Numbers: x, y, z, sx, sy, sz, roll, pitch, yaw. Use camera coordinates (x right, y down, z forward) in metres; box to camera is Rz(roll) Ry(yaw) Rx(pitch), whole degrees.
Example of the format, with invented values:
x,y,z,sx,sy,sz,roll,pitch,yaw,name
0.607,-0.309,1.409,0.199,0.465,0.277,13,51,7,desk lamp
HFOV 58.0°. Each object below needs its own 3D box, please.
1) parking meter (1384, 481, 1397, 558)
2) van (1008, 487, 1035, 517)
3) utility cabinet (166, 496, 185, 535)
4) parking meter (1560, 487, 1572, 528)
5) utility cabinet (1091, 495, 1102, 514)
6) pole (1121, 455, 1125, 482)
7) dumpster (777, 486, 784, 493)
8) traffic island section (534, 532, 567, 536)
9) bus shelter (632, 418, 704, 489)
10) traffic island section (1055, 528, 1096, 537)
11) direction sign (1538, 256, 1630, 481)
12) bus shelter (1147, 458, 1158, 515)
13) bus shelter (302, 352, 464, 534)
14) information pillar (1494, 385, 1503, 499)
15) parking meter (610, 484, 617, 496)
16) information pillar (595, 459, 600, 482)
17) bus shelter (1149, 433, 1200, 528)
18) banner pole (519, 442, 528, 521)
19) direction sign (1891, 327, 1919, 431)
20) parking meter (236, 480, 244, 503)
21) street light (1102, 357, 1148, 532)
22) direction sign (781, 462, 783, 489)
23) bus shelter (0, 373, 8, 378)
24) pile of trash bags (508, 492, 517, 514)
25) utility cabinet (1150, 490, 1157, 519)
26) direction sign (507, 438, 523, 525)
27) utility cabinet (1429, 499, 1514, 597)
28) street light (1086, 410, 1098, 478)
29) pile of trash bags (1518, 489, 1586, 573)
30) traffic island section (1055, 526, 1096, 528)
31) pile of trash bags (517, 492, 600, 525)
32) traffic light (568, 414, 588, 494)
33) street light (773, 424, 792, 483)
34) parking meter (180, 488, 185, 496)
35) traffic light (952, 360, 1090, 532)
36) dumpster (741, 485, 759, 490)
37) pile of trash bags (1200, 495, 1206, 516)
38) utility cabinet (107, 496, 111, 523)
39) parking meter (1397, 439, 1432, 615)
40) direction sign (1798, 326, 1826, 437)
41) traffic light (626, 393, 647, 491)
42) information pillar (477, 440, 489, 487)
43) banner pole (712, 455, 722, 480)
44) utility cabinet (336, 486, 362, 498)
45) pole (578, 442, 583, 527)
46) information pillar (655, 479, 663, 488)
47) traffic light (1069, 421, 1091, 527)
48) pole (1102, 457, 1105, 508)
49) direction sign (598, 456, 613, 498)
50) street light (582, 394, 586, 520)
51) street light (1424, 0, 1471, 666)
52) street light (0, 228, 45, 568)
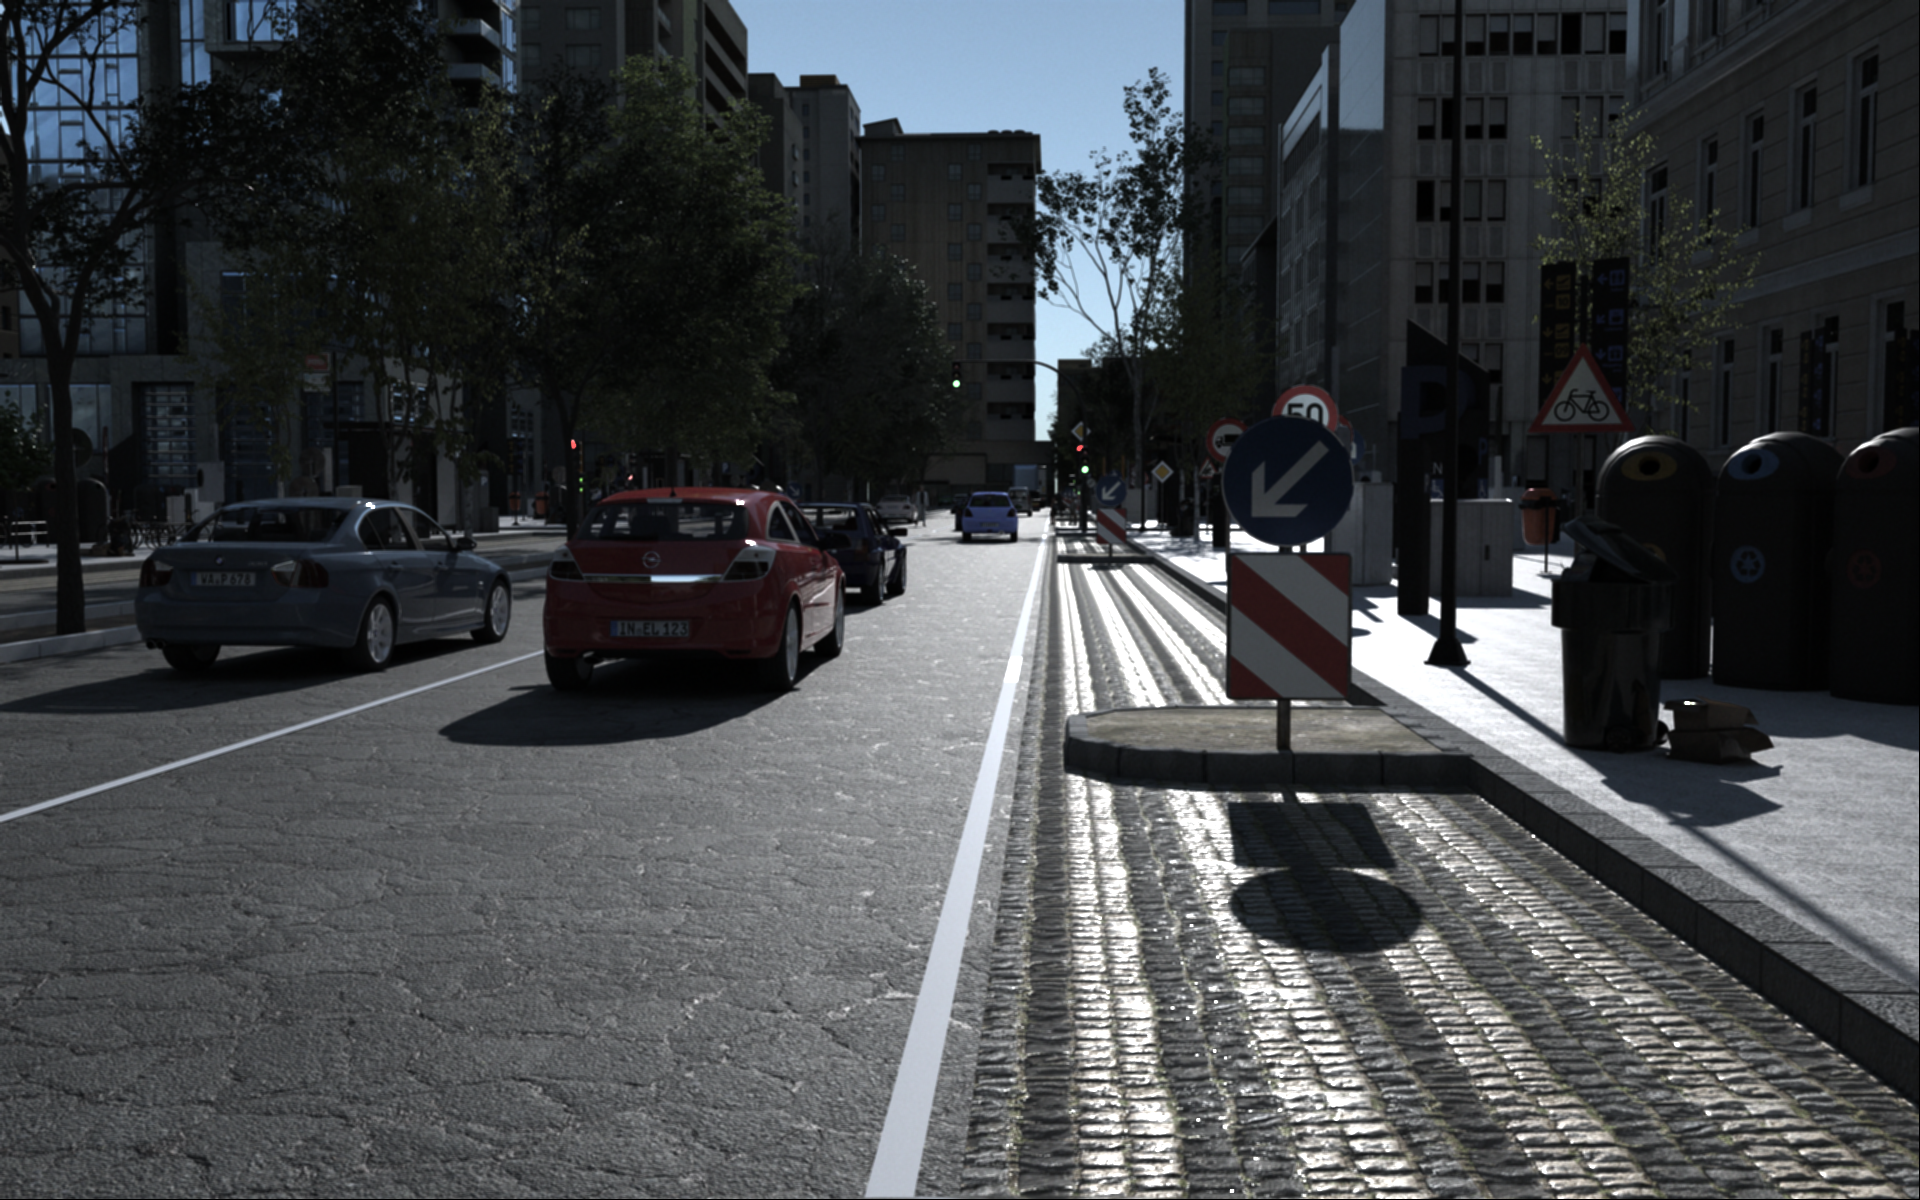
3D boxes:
x,y,z,sx,sy,sz,roll,pitch,yaw,name
8.598,-1.615,34.820,0.372,1.533,0.369,0,3,0,parking meter
3.788,-6.365,111.080,2.013,2.044,4.112,0,4,4,van
-23.624,-2.542,52.723,0.306,1.237,1.020,2,4,27,utility cabinet
22.846,-3.479,65.289,0.372,1.533,0.369,0,3,0,parking meter
8.906,-6.177,112.149,0.306,1.237,1.020,-2,4,-32,utility cabinet
8.577,-5.949,91.112,0.158,3.312,0.155,0,3,0,pole
-12.716,-6.846,117.683,1.264,1.857,1.865,0,4,3,dumpster
-13.322,-2.294,59.787,2.009,0.180,2.903,0,4,3,traffic island section
-14.823,-6.708,87.311,2.179,5.291,8.768,0,4,3,bus shelter
4.243,-2.235,58.829,2.009,0.180,2.903,0,4,3,traffic island section
6.058,-1.523,16.902,0.876,3.537,0.379,3,5,45,direction sign
10.987,-5.958,91.343,2.014,3.302,5.546,0,4,3,bus shelter
-17.291,-4.519,51.521,2.179,5.291,8.768,0,4,3,bus shelter
11.700,-2.832,37.653,0.183,3.616,0.504,1,4,10,information pillar
-20.740,-5.996,103.748,0.399,1.863,0.255,0,4,0,parking meter
-24.368,-7.676,116.850,0.504,3.616,0.183,-1,4,-22,information pillar
8.580,-4.769,69.257,1.731,3.624,6.357,0,4,3,bus shelter
-21.013,-5.716,83.480,0.401,3.779,0.863,0,4,-2,banner pole
13.003,-1.948,23.843,0.876,3.537,0.379,-3,5,-41,direction sign
-30.300,-4.109,72.901,0.255,1.863,0.399,-1,4,-12,parking meter
5.663,-5.265,58.625,1.470,5.913,1.316,0,4,3,street light
-12.558,-7.967,122.254,0.379,3.537,0.876,0,4,-2,direction sign
-19.668,-2.431,31.038,1.731,3.624,6.357,0,4,3,bus shelter
-21.361,-4.796,88.174,3.447,1.369,1.912,1,4,12,pile of trash bags
9.364,-4.824,87.545,1.173,1.500,0.318,1,4,23,utility cabinet
-18.180,-4.822,70.829,0.379,3.537,0.876,2,4,30,direction sign
6.386,-0.646,21.717,1.020,1.237,0.306,0,4,5,utility cabinet
7.616,-7.531,95.666,1.470,5.913,1.316,0,4,3,street light
10.855,-1.152,28.593,3.447,1.369,1.912,-1,4,-11,pile of trash bags
4.677,-2.723,66.802,2.009,0.180,2.903,0,4,3,traffic island section
-16.737,-3.896,73.455,1.912,1.369,3.447,2,4,28,pile of trash bags
-13.283,-4.326,59.650,0.839,4.253,0.868,0,4,3,traffic light
-11.746,-8.647,113.926,1.470,5.913,1.316,0,4,3,street light
-30.690,-3.685,68.665,0.372,1.533,0.369,0,3,0,parking meter
2.110,-5.139,58.689,4.771,5.953,1.251,0,4,3,traffic light
-13.169,-6.324,109.160,1.264,1.857,1.865,0,4,3,dumpster
14.562,-5.578,100.958,3.447,1.369,1.912,-2,4,-27,pile of trash bags
-34.519,-3.574,69.595,0.306,1.237,1.020,3,4,37,utility cabinet
4.845,-0.780,18.461,0.255,1.863,0.399,2,4,30,parking meter
11.714,-1.950,23.881,0.379,3.537,0.876,0,4,7,direction sign
-10.755,-5.681,67.545,4.771,5.953,1.251,0,4,3,traffic light
-20.566,-5.101,74.752,0.504,3.616,0.183,1,4,14,information pillar
-15.677,-7.474,112.216,0.863,3.779,0.401,-2,4,-26,banner pole
-16.345,-2.303,46.334,0.318,1.500,1.173,-3,4,-39,utility cabinet
-14.744,-4.491,67.263,0.158,3.312,0.155,0,3,0,pole
-14.200,-4.732,81.859,0.304,2.012,0.304,-2,4,-26,information pillar
4.637,-4.757,66.691,0.839,4.253,0.868,0,4,3,traffic light
7.886,-6.180,94.886,0.158,3.312,0.155,0,3,0,pole
-20.864,-6.731,102.041,0.876,3.537,0.379,-2,4,-30,direction sign
-14.257,-5.840,68.024,1.470,5.913,1.316,0,4,3,street light
3.146,-2.472,12.954,1.470,5.913,1.316,0,4,3,street light
-16.340,-3.510,29.926,1.470,5.913,1.316,0,4,3,street light
